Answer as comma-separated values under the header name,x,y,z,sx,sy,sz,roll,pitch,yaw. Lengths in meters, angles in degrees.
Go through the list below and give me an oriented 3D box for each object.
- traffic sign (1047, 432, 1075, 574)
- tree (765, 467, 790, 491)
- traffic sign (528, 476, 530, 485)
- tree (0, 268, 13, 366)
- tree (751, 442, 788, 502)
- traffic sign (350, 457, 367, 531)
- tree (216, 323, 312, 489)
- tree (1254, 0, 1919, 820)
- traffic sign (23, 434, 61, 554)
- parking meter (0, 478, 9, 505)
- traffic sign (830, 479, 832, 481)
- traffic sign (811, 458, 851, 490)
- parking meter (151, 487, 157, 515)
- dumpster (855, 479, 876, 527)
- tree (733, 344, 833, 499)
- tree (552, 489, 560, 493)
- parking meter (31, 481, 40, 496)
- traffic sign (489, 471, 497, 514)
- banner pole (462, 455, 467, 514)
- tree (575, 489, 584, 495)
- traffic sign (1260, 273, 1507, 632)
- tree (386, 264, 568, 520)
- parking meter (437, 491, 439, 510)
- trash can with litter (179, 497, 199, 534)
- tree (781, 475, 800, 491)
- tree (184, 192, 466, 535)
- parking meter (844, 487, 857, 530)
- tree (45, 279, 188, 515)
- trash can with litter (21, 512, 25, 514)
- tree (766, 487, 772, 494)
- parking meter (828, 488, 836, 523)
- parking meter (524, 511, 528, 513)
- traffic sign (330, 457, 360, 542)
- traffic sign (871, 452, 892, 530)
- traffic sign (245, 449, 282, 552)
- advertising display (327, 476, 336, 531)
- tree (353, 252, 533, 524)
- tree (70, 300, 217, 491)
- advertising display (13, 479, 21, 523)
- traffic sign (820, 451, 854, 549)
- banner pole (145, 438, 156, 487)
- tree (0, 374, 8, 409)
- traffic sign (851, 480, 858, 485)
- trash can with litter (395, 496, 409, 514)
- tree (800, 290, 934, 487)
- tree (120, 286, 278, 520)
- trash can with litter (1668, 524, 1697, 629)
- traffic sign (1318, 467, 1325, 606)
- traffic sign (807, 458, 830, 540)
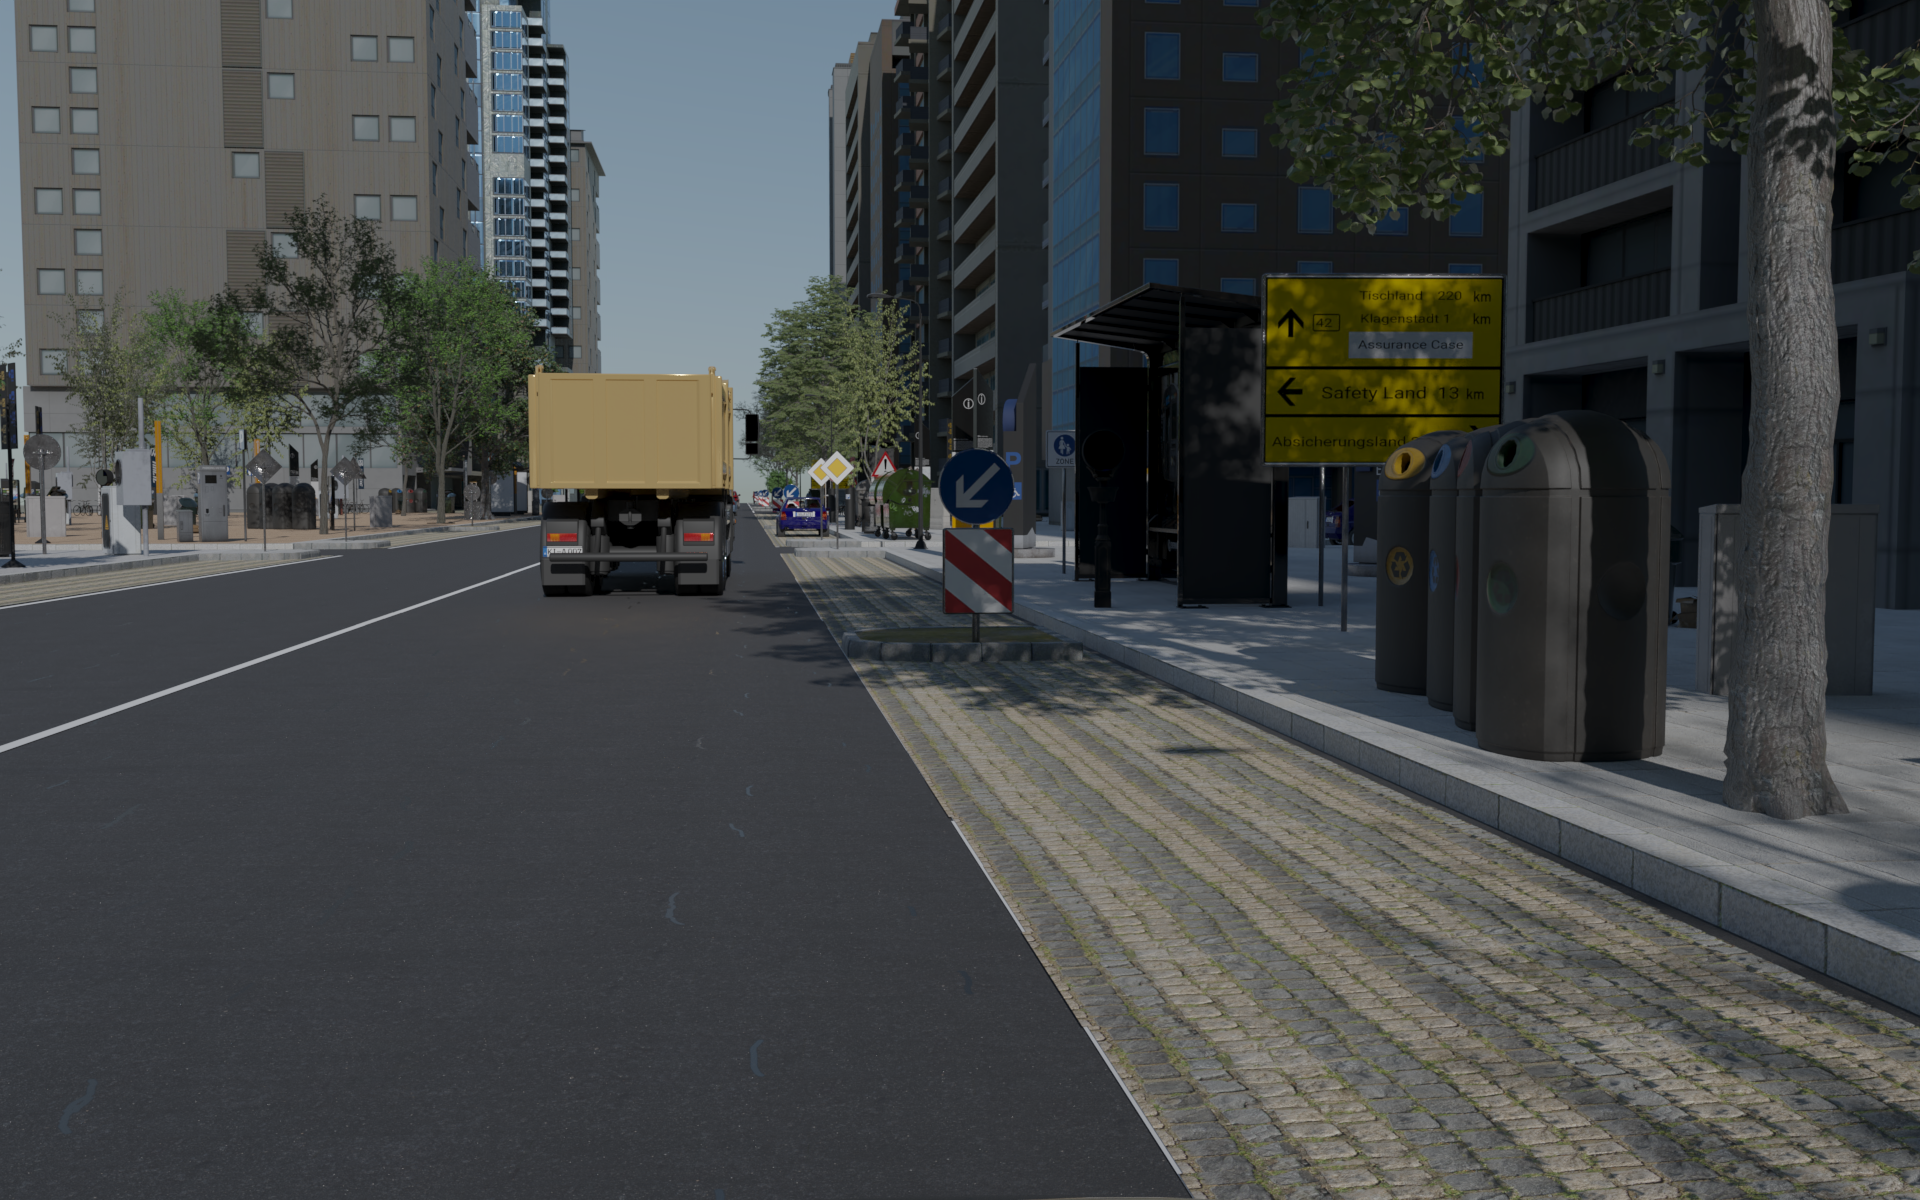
name,x,y,z,sx,sy,sz,roll,pitch,yaw
traffic sign,1.674,-1.571,27.812,0.606,2.300,0.079,0,4,-5
tree,-21.783,-13.683,207.435,4.285,4.588,4.351,0,3,0
traffic sign,-28.004,-6.939,113.565,0.768,2.556,0.104,0,4,2
tree,-30.623,-6.241,52.409,4.360,8.622,3.978,0,3,0
tree,-29.488,-21.257,273.302,9.928,11.665,9.643,0,3,0
traffic sign,-21.071,-3.682,60.208,0.884,2.594,0.081,0,4,1
tree,-30.398,-7.636,75.205,4.737,8.622,4.395,0,3,0
tree,2.955,-5.428,6.868,7.486,12.596,7.792,0,3,0
traffic sign,-19.475,-2.242,36.770,0.768,2.556,0.104,0,4,-7
parking meter,-35.398,-3.579,64.232,0.255,1.863,0.399,-2,4,-35
traffic sign,-5.326,-4.563,74.708,0.768,2.556,0.104,0,4,-7
traffic sign,-7.360,-6.402,98.550,2.265,3.308,0.079,0,4,-5
parking meter,-49.357,-6.141,106.111,0.399,1.863,0.255,1,4,22
dumpster,-3.518,-3.818,68.184,1.264,1.857,1.865,0,4,-7
tree,-13.377,-14.072,140.441,12.009,13.543,11.850,0,3,0
tree,-27.383,-7.450,116.410,1.663,3.219,1.824,0,3,0
parking meter,-40.846,-4.333,76.548,0.399,1.863,0.255,2,4,28
traffic sign,-25.910,-5.838,95.563,0.768,2.556,0.104,0,4,-6
banner pole,-31.918,-7.447,111.779,0.401,3.779,0.863,-2,4,-34
tree,-30.992,-9.078,143.021,1.663,3.219,1.824,0,3,0
traffic sign,3.908,-1.358,16.069,2.265,3.308,0.079,0,4,-1
tree,-23.767,-10.384,86.787,9.611,12.733,9.660,0,3,0
parking meter,-34.725,-6.555,115.589,0.372,1.533,0.369,0,3,0
trash can with litter,-25.046,-2.760,56.518,1.055,1.170,0.624,3,5,45
tree,-19.522,-12.331,196.213,1.663,3.219,1.824,0,3,0
tree,-20.199,-7.338,54.383,8.767,10.594,7.601,0,4,-7
parking meter,-3.956,-3.287,62.155,0.372,1.533,0.369,0,3,0
tree,-29.459,-6.717,60.191,4.360,8.622,3.978,0,3,0
trash can with litter,-61.439,-6.208,112.554,1.678,1.210,2.233,-3,5,-41
tree,-27.135,-15.566,249.108,1.663,3.219,1.824,0,3,0
parking meter,-5.694,-4.213,77.288,0.372,1.533,0.369,0,3,0
parking meter,-28.875,-6.515,114.925,0.372,1.533,0.369,0,3,0
traffic sign,-16.491,-2.620,46.478,0.795,2.450,0.064,0,4,-7
traffic sign,-2.281,-3.250,53.140,0.884,2.594,0.081,0,4,1
traffic sign,-15.492,-2.135,38.556,0.795,2.450,0.064,0,4,-7
advertising display,-22.219,-3.427,61.241,0.123,1.923,0.974,-2,4,-27
tree,-22.380,-9.103,74.596,9.928,11.665,9.643,0,3,0
tree,-32.195,-7.114,66.676,4.737,8.622,4.395,0,3,0
advertising display,-41.862,-4.357,76.450,0.974,1.923,0.123,2,4,24
traffic sign,-2.845,-2.231,40.125,0.795,2.450,0.064,0,4,-7
banner pole,-36.323,-5.372,77.854,0.401,3.779,0.863,3,5,41
tree,-16.660,-2.649,27.025,4.285,4.588,4.351,0,3,0
traffic sign,-6.274,-6.057,99.041,0.884,2.594,0.081,0,4,-2
trash can with litter,-35.425,-6.021,109.835,0.624,1.170,1.055,0,4,3
tree,-3.136,-6.923,63.546,4.737,8.622,4.395,0,3,0
tree,-38.183,-9.890,87.450,9.928,11.665,9.643,0,3,0
trash can with litter,6.965,-0.335,16.868,0.624,1.170,1.055,-3,5,-41
traffic sign,4.127,-1.078,19.749,0.606,2.300,0.079,0,4,-4
traffic sign,-3.844,-2.716,48.048,0.795,2.450,0.064,0,4,-7
